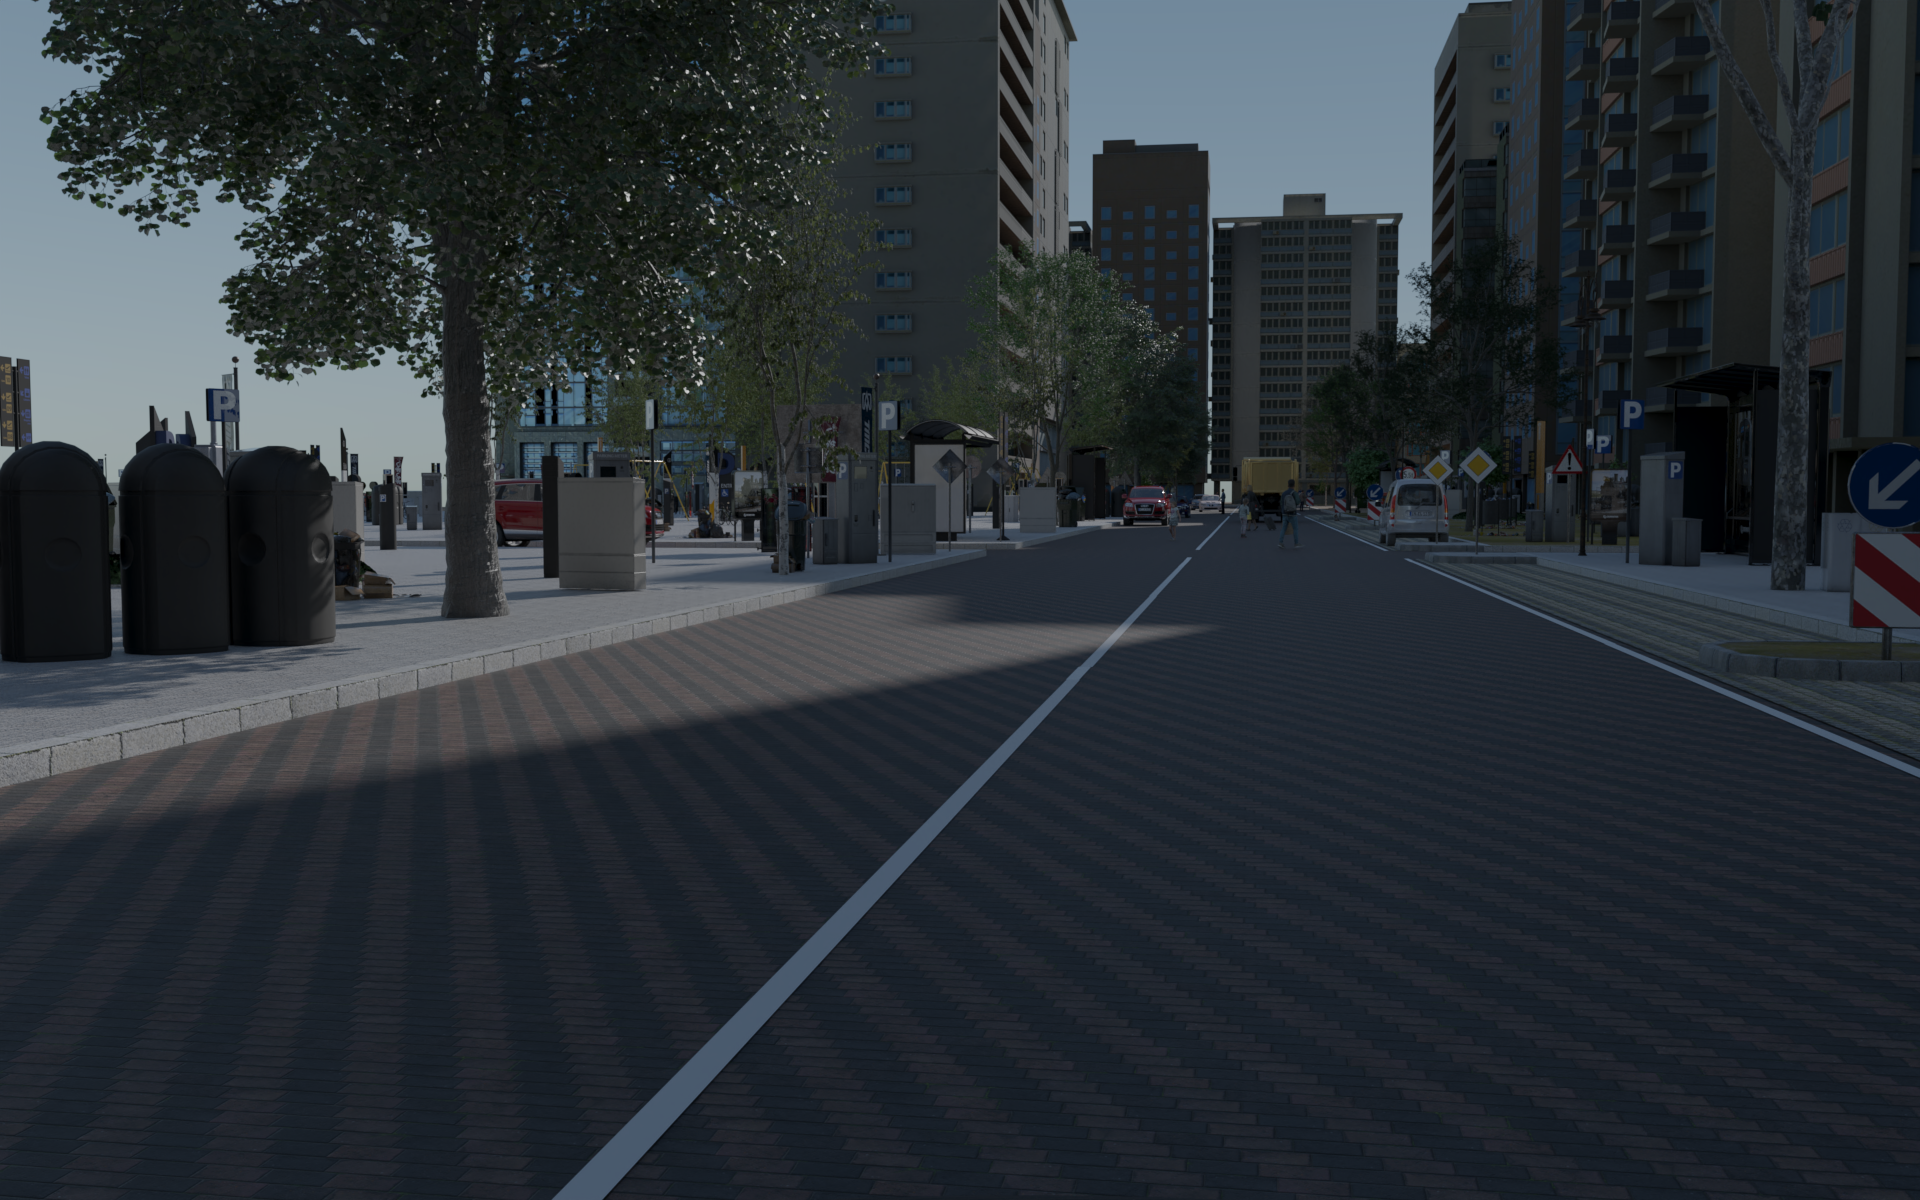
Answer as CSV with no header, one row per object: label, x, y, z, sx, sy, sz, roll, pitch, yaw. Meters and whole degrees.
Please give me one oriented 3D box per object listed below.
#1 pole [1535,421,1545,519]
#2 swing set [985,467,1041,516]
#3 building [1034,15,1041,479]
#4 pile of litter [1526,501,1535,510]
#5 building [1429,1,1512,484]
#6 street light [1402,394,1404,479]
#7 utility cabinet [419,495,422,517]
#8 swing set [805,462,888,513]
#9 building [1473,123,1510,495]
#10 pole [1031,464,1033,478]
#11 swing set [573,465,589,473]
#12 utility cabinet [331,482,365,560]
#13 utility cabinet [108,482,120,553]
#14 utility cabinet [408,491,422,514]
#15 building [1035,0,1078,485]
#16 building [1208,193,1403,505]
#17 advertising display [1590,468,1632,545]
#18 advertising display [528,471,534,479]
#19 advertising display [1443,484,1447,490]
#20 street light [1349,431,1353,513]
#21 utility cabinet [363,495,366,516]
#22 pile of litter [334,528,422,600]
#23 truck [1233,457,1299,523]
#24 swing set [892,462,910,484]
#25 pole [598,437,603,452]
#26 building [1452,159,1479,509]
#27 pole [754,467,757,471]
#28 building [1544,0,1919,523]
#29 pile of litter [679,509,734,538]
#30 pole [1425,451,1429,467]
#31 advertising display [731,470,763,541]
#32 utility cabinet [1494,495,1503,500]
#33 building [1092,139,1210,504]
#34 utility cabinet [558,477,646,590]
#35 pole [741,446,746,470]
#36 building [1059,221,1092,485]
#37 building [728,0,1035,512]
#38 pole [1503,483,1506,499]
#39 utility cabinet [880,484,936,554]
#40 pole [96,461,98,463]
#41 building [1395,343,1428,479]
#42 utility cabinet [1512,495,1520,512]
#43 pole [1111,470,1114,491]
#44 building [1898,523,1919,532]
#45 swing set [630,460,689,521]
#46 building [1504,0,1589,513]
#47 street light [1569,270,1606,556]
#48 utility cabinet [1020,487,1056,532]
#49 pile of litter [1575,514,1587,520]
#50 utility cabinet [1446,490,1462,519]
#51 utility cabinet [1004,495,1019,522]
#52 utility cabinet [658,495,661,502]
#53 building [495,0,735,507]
pole,16.238,-3.341,48.471,0.158,3.312,0.155,0,3,0
swing set,3.345,-6.385,102.014,2.862,2.851,3.119,-2,4,-30
building,-0.714,-30.661,151.418,14.600,45.320,14.200,1,4,9
pile of litter,33.936,-5.407,102.370,1.176,0.858,1.719,0,4,0
building,57.629,-33.262,167.536,21.300,48.544,21.600,1,4,9
street light,19.903,-6.425,77.839,0.468,5.910,1.993,1,4,9
utility cabinet,-30.368,-5.368,98.924,1.020,1.237,0.306,-1,4,-14
swing set,-4.676,-3.846,60.509,3.119,2.851,2.862,2,4,29
building,49.208,-22.336,136.898,14.160,30.474,14.107,1,4,9
pole,4.797,-7.444,115.553,0.158,3.312,0.155,0,3,0
swing set,-18.872,-5.754,91.697,3.119,2.851,2.862,0,4,6
utility cabinet,-11.254,-1.360,30.911,1.173,1.500,0.318,1,4,8
utility cabinet,-15.807,-1.477,32.830,0.318,1.500,1.173,-3,5,-40
utility cabinet,-34.739,-6.240,110.703,1.173,1.500,0.318,0,4,-7
building,-3.324,-35.823,174.944,27.495,52.752,28.713,1,4,9
building,44.812,-32.716,226.793,23.993,40.220,32.217,1,4,9
advertising display,16.407,-2.353,43.690,0.974,1.923,0.123,2,4,25
advertising display,-12.130,-2.680,49.038,0.123,1.923,0.974,-1,4,-16
advertising display,30.603,-6.445,110.588,0.974,1.923,0.123,3,5,41
street light,26.574,-8.867,117.763,0.468,5.910,1.993,1,4,9
utility cabinet,-40.036,-6.421,116.143,1.020,1.237,0.306,0,4,-7
pile of litter,-7.491,-0.450,21.325,1.719,0.858,1.176,-1,4,-17
truck,16.031,-5.767,90.218,3.469,3.379,9.791,0,4,8
swing set,-2.495,-5.305,84.359,3.119,2.851,2.862,1,4,16
pole,-12.965,-4.199,62.495,0.158,3.312,0.155,0,3,0
building,50.158,-23.200,151.016,14.160,30.474,14.107,1,4,9
pole,-14.597,-7.953,123.866,0.158,3.312,0.155,0,3,0
building,47.369,-27.223,99.715,22.147,44.769,28.867,1,4,9
pile of litter,-7.420,-2.237,50.544,1.719,0.858,1.176,1,4,22
pole,21.927,-5.352,81.344,0.158,3.312,0.155,0,3,0
advertising display,-5.798,-2.574,47.294,0.974,1.923,0.123,-3,5,-42
utility cabinet,34.939,-6.180,112.198,1.020,1.237,0.306,-3,5,-44
building,24.555,-34.935,221.301,14.200,45.320,14.600,1,4,9
utility cabinet,-4.776,-0.884,23.125,1.173,1.500,0.318,1,4,22
pole,-9.138,-4.851,73.153,0.158,3.312,0.155,0,3,0
building,6.529,-33.091,232.925,23.993,40.220,32.217,1,4,9
building,-6.106,-31.215,134.074,21.300,48.544,21.600,1,4,9
pole,34.835,-7.150,110.746,0.158,3.312,0.155,0,3,0
utility cabinet,-1.104,-1.717,36.749,1.173,1.500,0.318,0,4,-6
pole,-53.231,-6.907,106.774,0.158,3.312,0.155,0,3,0
building,70.536,-22.986,220.868,28.899,21.520,27.650,1,4,9
utility cabinet,34.266,-5.855,106.895,0.306,1.237,1.020,0,4,2
pole,10.655,-7.771,120.892,0.158,3.312,0.155,0,3,0
building,43.012,-24.758,59.422,28.867,44.769,22.147,1,4,9
swing set,-14.594,-5.110,81.170,2.862,2.851,3.119,1,4,20
building,46.955,-28.892,122.497,14.600,45.320,14.200,1,4,9
street light,12.945,-3.857,35.842,0.468,5.910,1.993,1,4,9
utility cabinet,2.576,-2.963,57.126,1.173,1.500,0.318,1,4,10
pile of litter,31.279,-4.412,86.101,1.719,0.858,1.176,-1,4,-15
utility cabinet,25.115,-4.900,88.794,1.173,1.500,0.318,3,5,40
utility cabinet,2.263,-4.172,79.372,0.306,1.237,1.020,-2,4,-35
utility cabinet,-17.880,-5.527,101.531,0.306,1.237,1.020,-3,4,-38
building,-32.860,-53.106,180.952,31.000,86.520,22.319,1,4,9
